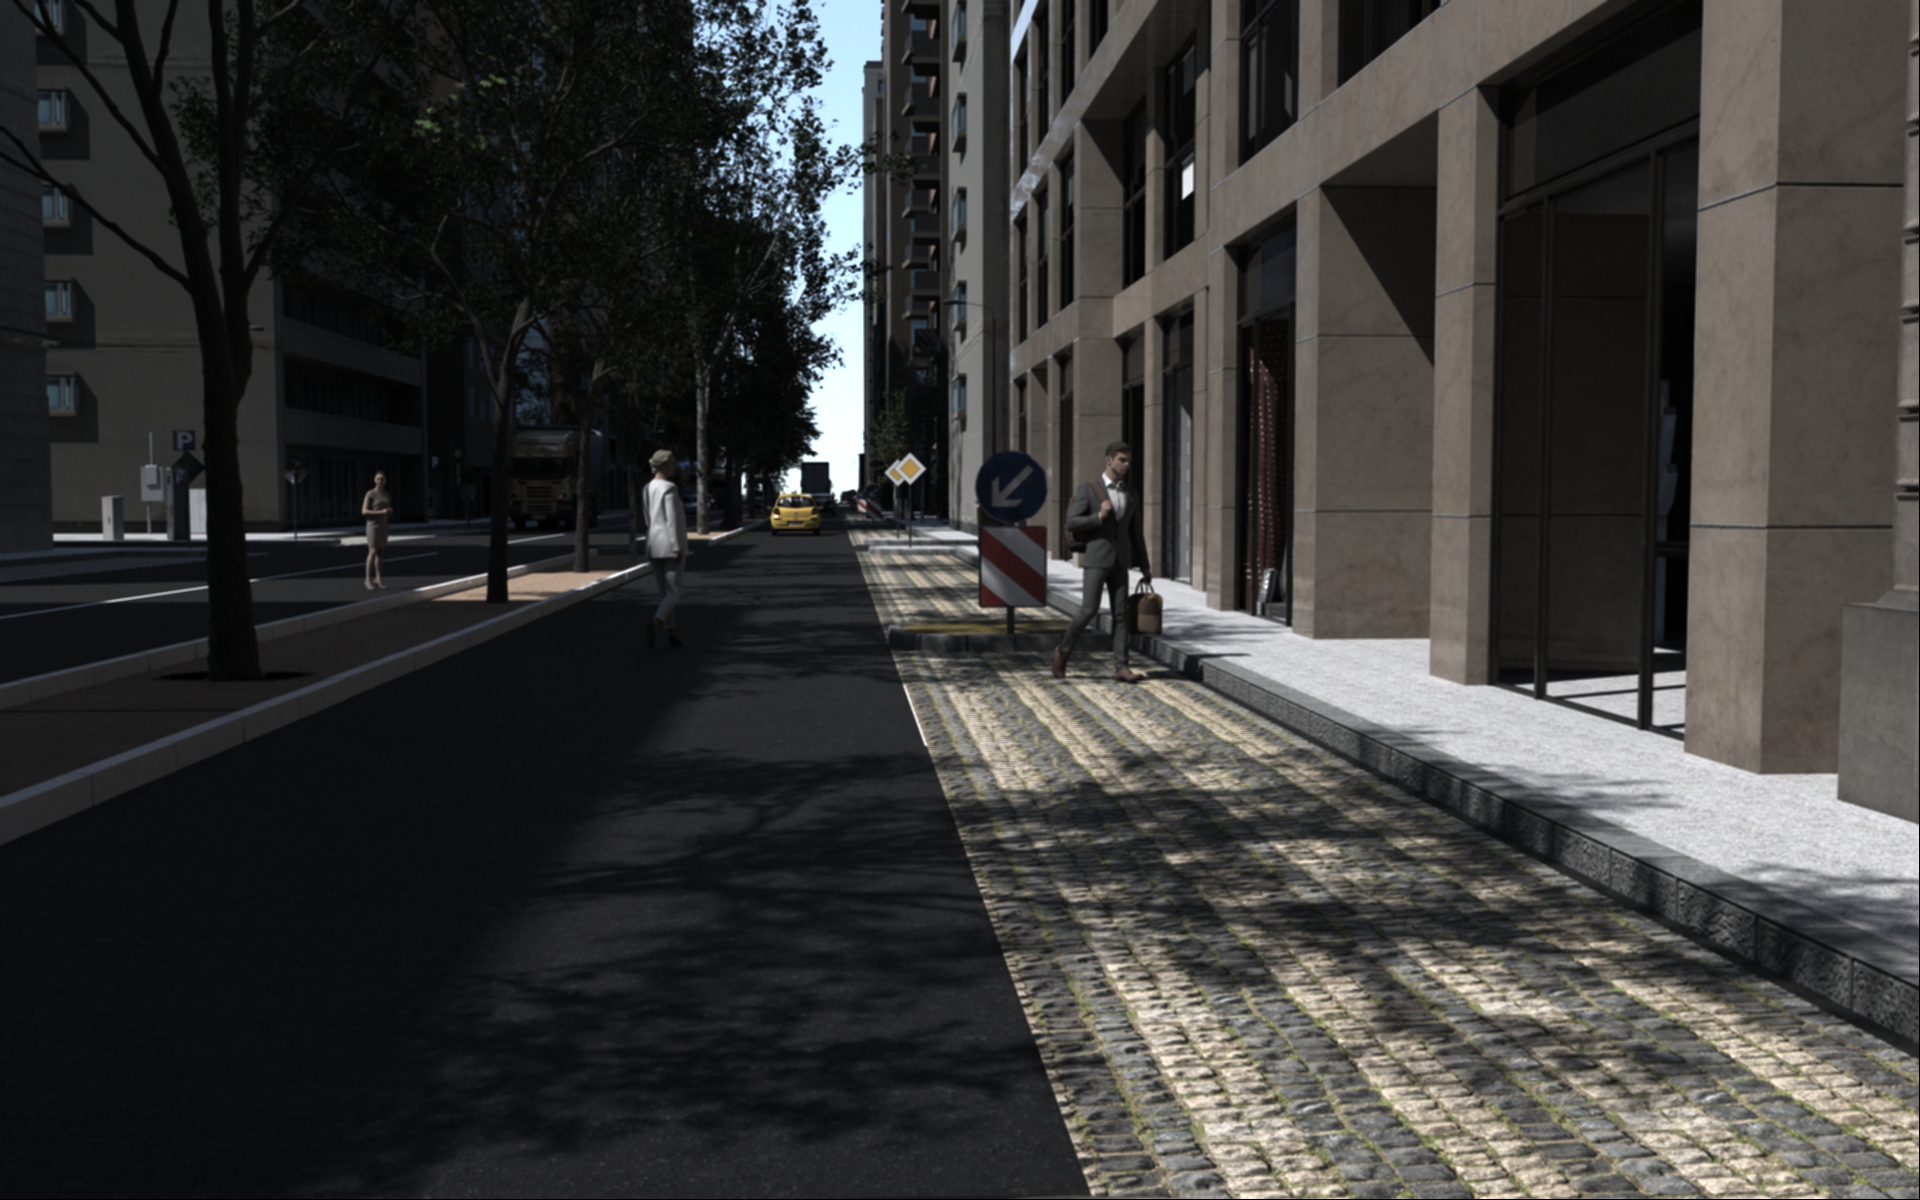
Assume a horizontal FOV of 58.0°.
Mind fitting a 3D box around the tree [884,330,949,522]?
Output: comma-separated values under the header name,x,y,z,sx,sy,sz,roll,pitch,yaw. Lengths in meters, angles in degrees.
name,x,y,z,sx,sy,sz,roll,pitch,yaw
tree,-1.670,-7.837,78.501,4.360,8.622,3.978,0,3,0

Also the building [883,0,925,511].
name,x,y,z,sx,sy,sz,roll,pitch,yaw
building,0.542,-30.529,149.259,14.600,45.320,14.200,0,4,-4

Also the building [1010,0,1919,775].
name,x,y,z,sx,sy,sz,roll,pitch,yaw
building,11.999,-13.469,24.726,19.350,26.468,34.151,0,4,-4

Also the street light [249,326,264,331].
name,x,y,z,sx,sy,sz,roll,pitch,yaw
street light,-19.944,-4.617,48.022,1.470,5.913,1.316,0,4,-4

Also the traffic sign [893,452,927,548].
name,x,y,z,sx,sy,sz,roll,pitch,yaw
traffic sign,-1.195,-2.314,41.483,0.795,2.450,0.064,0,4,-4

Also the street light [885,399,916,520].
name,x,y,z,sx,sy,sz,roll,pitch,yaw
street light,-2.869,-6.868,84.831,1.470,5.913,1.316,0,4,-4

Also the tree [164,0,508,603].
name,x,y,z,sx,sy,sz,roll,pitch,yaw
tree,-6.059,-5.208,22.020,8.767,10.594,7.601,0,4,-4

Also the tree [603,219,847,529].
name,x,y,z,sx,sy,sz,roll,pitch,yaw
tree,-9.438,-9.248,70.662,9.611,12.733,9.660,0,3,0

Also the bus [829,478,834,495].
name,x,y,z,sx,sy,sz,roll,pitch,yaw
bus,-19.273,-15.352,242.549,2.896,3.916,12.252,0,4,-3

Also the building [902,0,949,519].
name,x,y,z,sx,sy,sz,roll,pitch,yaw
building,8.002,-27.135,98.289,22.147,44.769,28.867,0,4,-4

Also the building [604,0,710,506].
name,x,y,z,sx,sy,sz,roll,pitch,yaw
building,-45.956,-49.406,246.034,20.563,71.187,20.611,0,4,-4

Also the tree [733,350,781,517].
name,x,y,z,sx,sy,sz,roll,pitch,yaw
tree,-10.235,-7.645,77.820,4.360,8.622,3.978,0,3,0

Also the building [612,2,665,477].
name,x,y,z,sx,sy,sz,roll,pitch,yaw
building,-44.812,-35.943,176.905,28.713,52.752,27.495,0,4,-4

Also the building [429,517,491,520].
name,x,y,z,sx,sy,sz,roll,pitch,yaw
building,-32.131,-27.028,92.025,14.600,45.320,14.200,0,4,-4

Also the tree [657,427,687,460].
name,x,y,z,sx,sy,sz,roll,pitch,yaw
tree,-31.744,-17.133,198.256,7.486,12.596,7.792,0,3,0

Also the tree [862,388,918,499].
name,x,y,z,sx,sy,sz,roll,pitch,yaw
tree,-4.577,-10.331,119.280,4.737,8.622,4.395,0,3,0

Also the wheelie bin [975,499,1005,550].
name,x,y,z,sx,sy,sz,roll,pitch,yaw
wheelie bin,0.709,-1.886,38.750,0.693,1.594,0.980,0,4,-7

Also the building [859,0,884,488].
name,x,y,z,sx,sy,sz,roll,pitch,yaw
building,-4.388,-58.391,267.359,22.319,86.520,31.000,0,4,-4

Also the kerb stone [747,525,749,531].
name,x,y,z,sx,sy,sz,roll,pitch,yaw
kerb stone,-8.274,-2.693,66.271,0.120,0.150,1.000,0,4,-4

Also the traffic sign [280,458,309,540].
name,x,y,z,sx,sy,sz,roll,pitch,yaw
traffic sign,-18.525,-2.729,48.257,0.795,2.450,0.064,0,4,-4

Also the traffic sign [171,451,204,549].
name,x,y,z,sx,sy,sz,roll,pitch,yaw
traffic sign,-17.947,-2.242,40.293,0.795,2.450,0.064,0,4,-4

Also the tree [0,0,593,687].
name,x,y,z,sx,sy,sz,roll,pitch,yaw
tree,-5.722,-5.194,13.141,9.928,11.665,9.643,0,3,0

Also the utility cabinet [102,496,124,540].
name,x,y,z,sx,sy,sz,roll,pitch,yaw
utility cabinet,-23.716,-2.282,48.472,0.306,1.237,1.020,-3,5,-41

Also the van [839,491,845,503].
name,x,y,z,sx,sy,sz,roll,pitch,yaw
van,-17.558,-15.826,265.769,2.013,2.044,4.112,0,4,-5

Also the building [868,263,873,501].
name,x,y,z,sx,sy,sz,roll,pitch,yaw
building,-4.539,-27.250,217.235,14.160,30.474,14.107,0,4,-4

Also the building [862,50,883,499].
name,x,y,z,sx,sy,sz,roll,pitch,yaw
building,-2.770,-42.571,238.027,21.231,58.520,28.212,0,4,-4

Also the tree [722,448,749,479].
name,x,y,z,sx,sy,sz,roll,pitch,yaw
tree,-37.704,-22.759,282.477,12.009,13.543,11.850,0,3,0

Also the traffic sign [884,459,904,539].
name,x,y,z,sx,sy,sz,roll,pitch,yaw
traffic sign,-1.773,-2.802,49.448,0.795,2.450,0.064,0,4,-4

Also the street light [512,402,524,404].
name,x,y,z,sx,sy,sz,roll,pitch,yaw
street light,-22.733,-7.035,87.567,1.470,5.913,1.316,0,4,-4

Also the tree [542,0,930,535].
name,x,y,z,sx,sy,sz,roll,pitch,yaw
tree,-7.728,-12.293,59.339,12.611,20.169,13.585,0,3,0

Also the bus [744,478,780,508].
name,x,y,z,sx,sy,sz,roll,pitch,yaw
bus,-20.234,-11.206,178.079,2.948,3.499,13.247,0,4,-2

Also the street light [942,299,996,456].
name,x,y,z,sx,sy,sz,roll,pitch,yaw
street light,0.275,-4.220,41.540,1.470,5.913,1.316,0,4,-4

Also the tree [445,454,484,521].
name,x,y,z,sx,sy,sz,roll,pitch,yaw
tree,-23.856,-5.476,84.134,1.663,3.219,1.824,0,3,0

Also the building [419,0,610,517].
name,x,y,z,sx,sy,sz,roll,pitch,yaw
building,-31.254,-28.391,114.305,14.600,45.320,14.200,0,4,-4

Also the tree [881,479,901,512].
name,x,y,z,sx,sy,sz,roll,pitch,yaw
tree,-4.928,-8.123,127.405,1.663,3.219,1.824,0,3,0

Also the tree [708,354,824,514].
name,x,y,z,sx,sy,sz,roll,pitch,yaw
tree,-13.334,-12.235,120.624,7.486,12.596,7.792,0,3,0

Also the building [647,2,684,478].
name,x,y,z,sx,sy,sz,roll,pitch,yaw
building,-44.997,-55.438,219.090,22.319,86.520,31.000,0,4,-4

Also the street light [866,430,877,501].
name,x,y,z,sx,sy,sz,roll,pitch,yaw
street light,-5.810,-9.292,124.463,1.470,5.913,1.316,0,4,-4

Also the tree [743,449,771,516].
name,x,y,z,sx,sy,sz,roll,pitch,yaw
tree,-12.739,-9.880,114.358,4.737,8.622,4.395,0,3,0

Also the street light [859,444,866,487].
name,x,y,z,sx,sy,sz,roll,pitch,yaw
street light,-8.452,-11.572,161.738,1.470,5.913,1.316,0,4,-4

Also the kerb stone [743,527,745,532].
name,x,y,z,sx,sy,sz,roll,pitch,yaw
kerb stone,-8.042,-2.505,63.203,0.120,0.150,1.000,0,4,-4

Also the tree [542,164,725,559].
name,x,y,z,sx,sy,sz,roll,pitch,yaw
tree,-7.157,-5.182,37.553,4.360,8.622,3.978,0,3,0

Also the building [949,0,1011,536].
name,x,y,z,sx,sy,sz,roll,pitch,yaw
building,10.365,-26.710,60.417,21.600,48.544,21.300,0,4,-4

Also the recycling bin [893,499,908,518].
name,x,y,z,sx,sy,sz,roll,pitch,yaw
recycling bin,-3.273,-5.050,95.118,0.722,1.027,0.722,-1,4,-13

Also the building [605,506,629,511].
name,x,y,z,sx,sy,sz,roll,pitch,yaw
building,-39.133,-43.678,152.386,20.563,71.187,20.611,0,4,-4

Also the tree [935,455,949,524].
name,x,y,z,sx,sy,sz,roll,pitch,yaw
tree,-0.199,-4.913,74.929,1.663,3.219,1.824,0,3,0

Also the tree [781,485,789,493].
name,x,y,z,sx,sy,sz,roll,pitch,yaw
tree,-12.309,-9.513,108.356,4.360,8.622,3.978,0,3,0

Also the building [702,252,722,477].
name,x,y,z,sx,sy,sz,roll,pitch,yaw
building,-43.982,-37.583,264.584,14.600,45.320,14.200,0,4,-4

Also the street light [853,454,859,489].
name,x,y,z,sx,sy,sz,roll,pitch,yaw
street light,-11.356,-13.962,200.819,1.470,5.913,1.316,0,4,-4

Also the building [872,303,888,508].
name,x,y,z,sx,sy,sz,roll,pitch,yaw
building,5.430,-20.008,172.174,27.650,21.520,28.899,0,4,-4

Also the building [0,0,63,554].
name,x,y,z,sx,sy,sz,roll,pitch,yaw
building,-41.544,-15.468,29.318,44.131,29.872,17.030,0,4,-4

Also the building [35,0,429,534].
name,x,y,z,sx,sy,sz,roll,pitch,yaw
building,-33.606,-26.975,64.742,21.300,48.544,21.600,0,4,-4

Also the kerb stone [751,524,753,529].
name,x,y,z,sx,sy,sz,roll,pitch,yaw
kerb stone,-8.490,-2.884,69.345,0.120,0.150,1.000,0,4,-4

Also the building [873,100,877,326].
name,x,y,z,sx,sy,sz,roll,pitch,yaw
building,-2.578,-33.190,192.760,14.600,45.320,14.200,0,4,-4
